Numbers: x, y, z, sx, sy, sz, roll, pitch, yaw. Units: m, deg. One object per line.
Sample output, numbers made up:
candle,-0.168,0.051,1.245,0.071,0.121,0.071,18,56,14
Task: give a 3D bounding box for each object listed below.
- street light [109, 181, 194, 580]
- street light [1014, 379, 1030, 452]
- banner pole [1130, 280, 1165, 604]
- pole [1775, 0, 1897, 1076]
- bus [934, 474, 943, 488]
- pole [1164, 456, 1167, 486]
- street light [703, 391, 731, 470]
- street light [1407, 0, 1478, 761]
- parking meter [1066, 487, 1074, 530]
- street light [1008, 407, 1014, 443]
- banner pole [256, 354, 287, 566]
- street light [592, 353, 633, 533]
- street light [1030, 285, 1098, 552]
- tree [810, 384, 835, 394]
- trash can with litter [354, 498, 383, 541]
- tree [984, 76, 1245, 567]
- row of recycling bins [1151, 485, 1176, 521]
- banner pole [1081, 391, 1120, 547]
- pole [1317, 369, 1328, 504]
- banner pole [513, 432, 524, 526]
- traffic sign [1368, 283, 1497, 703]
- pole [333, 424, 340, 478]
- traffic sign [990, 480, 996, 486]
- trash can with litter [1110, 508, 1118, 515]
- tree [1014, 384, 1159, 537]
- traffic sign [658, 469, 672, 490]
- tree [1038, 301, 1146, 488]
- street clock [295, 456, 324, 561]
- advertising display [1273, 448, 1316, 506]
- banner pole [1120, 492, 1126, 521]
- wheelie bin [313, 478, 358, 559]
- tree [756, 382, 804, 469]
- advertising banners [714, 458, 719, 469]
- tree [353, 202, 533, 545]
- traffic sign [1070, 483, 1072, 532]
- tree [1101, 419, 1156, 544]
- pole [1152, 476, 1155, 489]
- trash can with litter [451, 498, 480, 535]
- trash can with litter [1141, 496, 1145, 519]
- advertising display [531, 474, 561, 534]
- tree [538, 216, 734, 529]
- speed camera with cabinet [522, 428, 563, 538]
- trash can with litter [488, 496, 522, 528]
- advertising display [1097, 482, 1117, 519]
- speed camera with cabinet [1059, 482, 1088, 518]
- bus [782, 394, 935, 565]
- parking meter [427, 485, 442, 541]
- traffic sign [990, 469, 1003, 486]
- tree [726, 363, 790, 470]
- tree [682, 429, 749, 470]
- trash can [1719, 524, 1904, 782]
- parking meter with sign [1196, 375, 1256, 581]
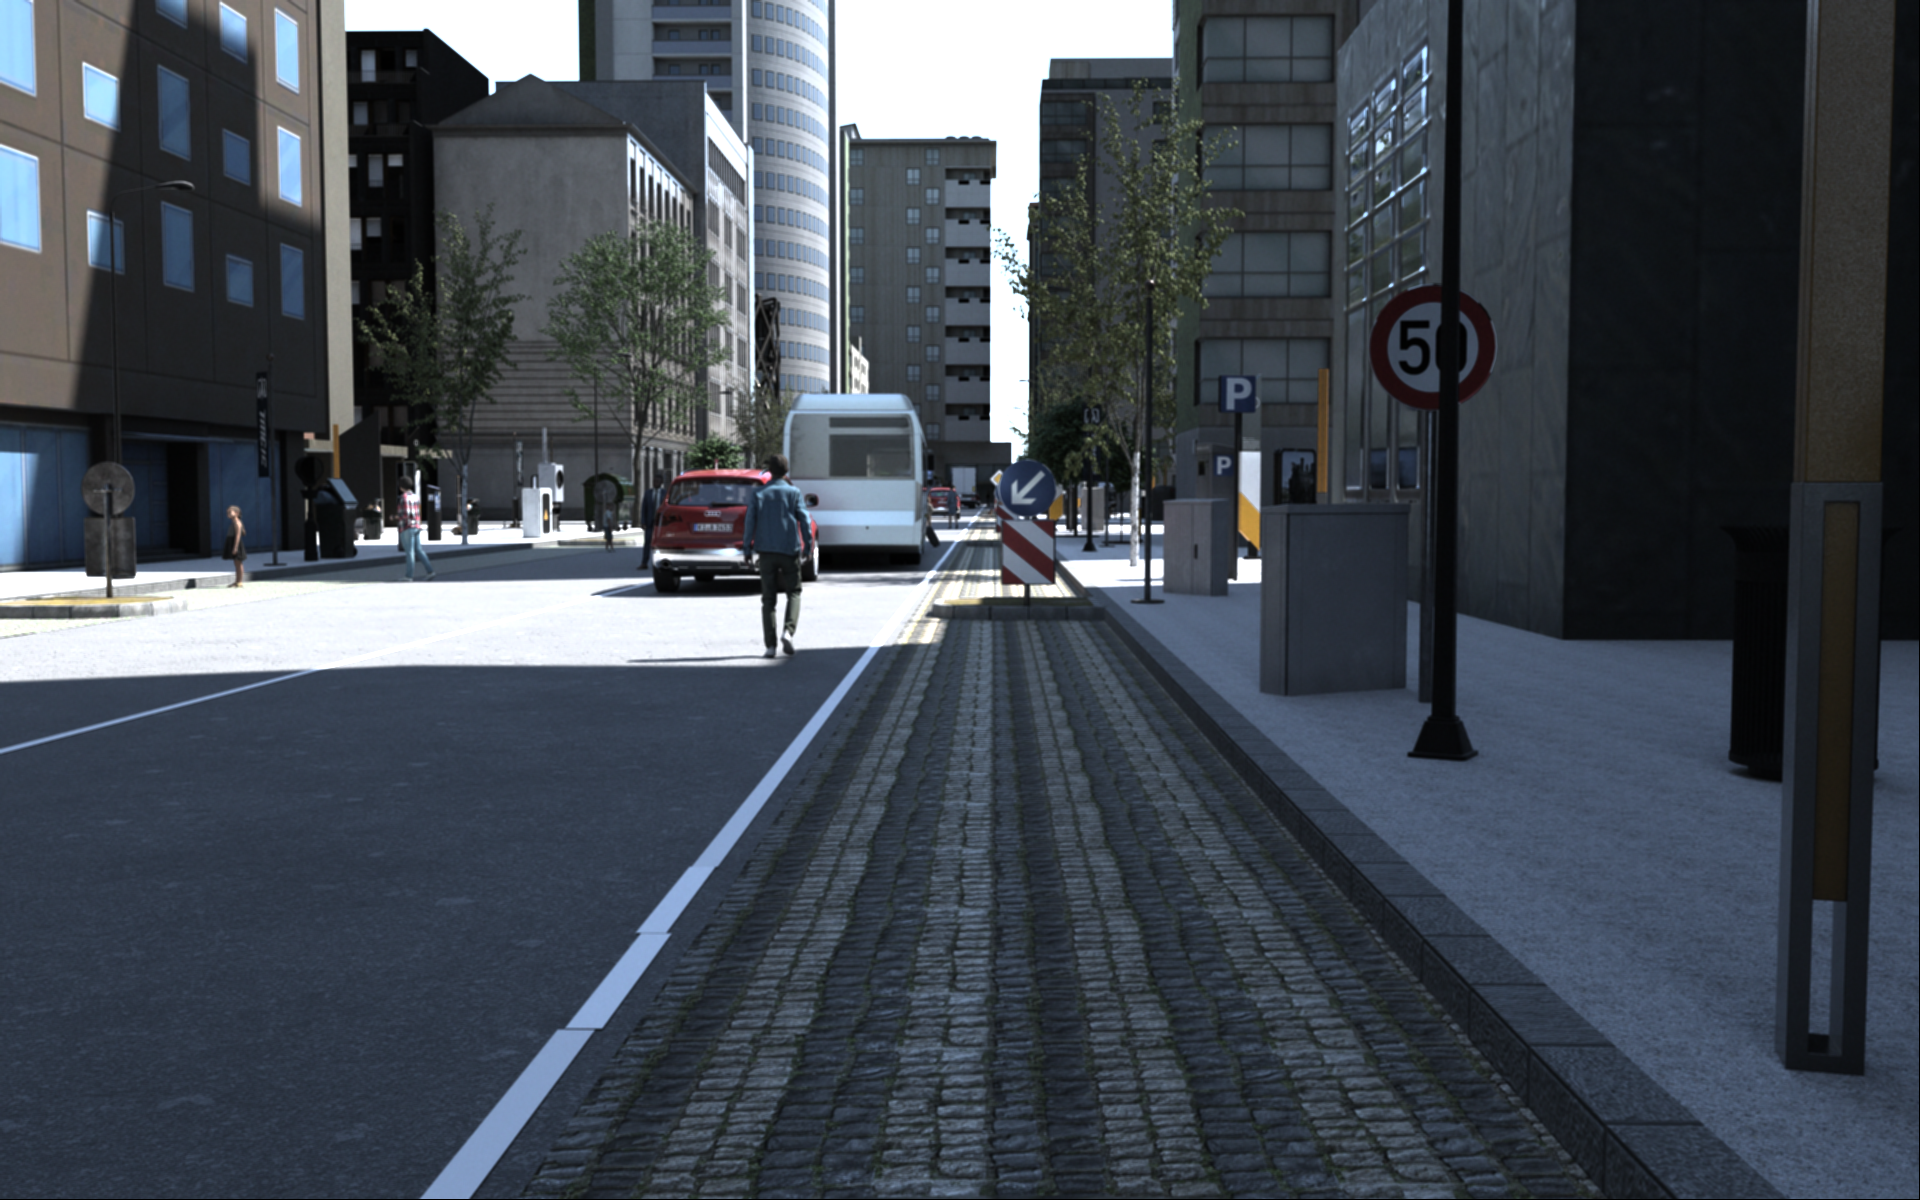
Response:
street light,-12.086,-3.264,25.906,1.470,5.913,1.316,0,4,1
street light,3.030,-5.968,70.124,1.470,5.913,1.316,0,4,1
banner pole,2.230,-1.869,20.581,0.401,3.779,0.863,0,4,4
pole,1.938,-0.610,3.811,0.158,3.312,0.155,0,3,0
bus,-3.636,-13.270,208.504,2.896,3.916,12.252,0,4,3
pole,11.011,-6.063,92.965,0.158,3.312,0.155,0,3,0
street light,-11.031,-6.475,78.406,1.470,5.913,1.316,0,4,1
street light,1.828,-2.189,8.334,1.470,5.913,1.316,0,4,1
parking meter,3.960,-3.259,61.693,0.372,1.533,0.369,0,3,0
street light,3.428,-7.314,92.131,1.470,5.913,1.316,0,4,1
banner pole,-12.458,-2.516,31.154,0.401,3.779,0.863,-3,5,-44
street light,-11.497,-5.184,57.294,1.470,5.913,1.316,0,4,1
street light,2.360,-4.041,38.611,1.470,5.913,1.316,0,4,1
tree,-10.738,-13.021,147.301,7.601,10.594,8.767,2,4,34
trash can with litter,-16.522,-2.234,47.908,1.055,1.170,0.624,-1,4,-8
tree,2.876,-4.897,30.423,4.737,8.622,4.395,0,3,0
row of recycling bins,9.827,-4.679,83.618,1.069,1.692,3.534,1,4,15
banner pole,3.360,-3.190,42.180,0.863,3.779,0.401,1,4,20
pole,5.919,-2.107,28.300,0.158,3.312,0.155,0,3,0
banner pole,-17.941,-4.910,70.288,0.401,3.779,0.863,-3,5,-45
traffic sign,2.868,-0.642,10.595,0.768,2.556,0.104,0,4,4
pole,-18.249,-3.479,50.731,0.158,3.312,0.155,0,3,0
traffic sign,1.757,-4.568,78.322,0.795,2.450,0.064,0,4,1
trash can with litter,9.028,-5.731,104.752,1.678,1.210,2.233,1,4,11
tree,3.405,-4.181,52.080,4.285,4.588,4.351,0,3,0
traffic sign,-12.004,-4.182,70.499,0.606,2.300,0.079,0,4,2
tree,4.919,-7.046,65.566,4.360,8.622,3.978,0,3,0
street clock,-12.416,-1.744,33.085,0.358,2.002,0.471,3,5,44
advertising display,4.756,-1.187,24.623,0.123,1.923,0.974,3,5,41
banner pole,7.706,-5.699,83.194,0.401,3.779,0.863,-1,4,-20
wheelie bin,-12.522,-1.638,34.690,0.693,1.594,0.980,0,4,6
tree,-11.703,-10.000,113.855,4.737,8.622,4.395,0,3,0
advertising banners,-12.110,-5.380,84.156,0.090,3.025,2.074,1,4,15
tree,-12.700,-5.705,43.642,4.737,8.622,4.395,0,3,0
traffic sign,3.777,-3.598,58.927,0.768,2.556,0.104,1,4,10
tree,4.316,-3.077,44.903,1.663,3.219,1.824,0,3,0
pole,12.757,-7.369,114.325,0.158,3.312,0.155,0,3,0
trash can with litter,-15.383,-2.589,53.713,1.055,1.170,0.624,2,4,32
trash can with litter,9.612,-4.842,90.556,0.624,1.170,1.055,1,4,21
advertising display,-14.056,-3.277,58.791,0.974,1.923,0.123,-2,4,-30
tree,-11.978,-8.485,64.491,9.928,11.665,9.643,0,3,0
speed camera with cabinet,-12.257,-3.461,50.919,0.660,3.252,2.038,0,4,6
trash can with litter,-16.729,-3.320,65.338,1.678,1.210,2.233,-2,4,-32
advertising display,7.442,-5.046,87.709,0.974,1.923,0.123,0,4,7
speed camera with cabinet,6.130,-6.123,94.442,2.038,3.252,0.660,-3,4,-37
bus,-2.049,-2.661,38.368,2.948,3.499,13.247,0,4,-1
parking meter,-14.394,-2.385,47.411,0.372,1.533,0.369,0,3,0
traffic sign,1.603,-4.079,70.338,0.795,2.450,0.064,0,4,1
tree,-11.367,-9.018,97.800,4.360,8.622,3.978,0,3,0
tree,-12.446,-6.379,88.010,4.285,4.588,4.351,0,3,0
trash can,3.828,0.233,7.841,0.748,1.137,0.748,0,3,0
parking meter with sign,3.908,-1.838,26.307,0.543,3.016,1.738,-1,4,-11
